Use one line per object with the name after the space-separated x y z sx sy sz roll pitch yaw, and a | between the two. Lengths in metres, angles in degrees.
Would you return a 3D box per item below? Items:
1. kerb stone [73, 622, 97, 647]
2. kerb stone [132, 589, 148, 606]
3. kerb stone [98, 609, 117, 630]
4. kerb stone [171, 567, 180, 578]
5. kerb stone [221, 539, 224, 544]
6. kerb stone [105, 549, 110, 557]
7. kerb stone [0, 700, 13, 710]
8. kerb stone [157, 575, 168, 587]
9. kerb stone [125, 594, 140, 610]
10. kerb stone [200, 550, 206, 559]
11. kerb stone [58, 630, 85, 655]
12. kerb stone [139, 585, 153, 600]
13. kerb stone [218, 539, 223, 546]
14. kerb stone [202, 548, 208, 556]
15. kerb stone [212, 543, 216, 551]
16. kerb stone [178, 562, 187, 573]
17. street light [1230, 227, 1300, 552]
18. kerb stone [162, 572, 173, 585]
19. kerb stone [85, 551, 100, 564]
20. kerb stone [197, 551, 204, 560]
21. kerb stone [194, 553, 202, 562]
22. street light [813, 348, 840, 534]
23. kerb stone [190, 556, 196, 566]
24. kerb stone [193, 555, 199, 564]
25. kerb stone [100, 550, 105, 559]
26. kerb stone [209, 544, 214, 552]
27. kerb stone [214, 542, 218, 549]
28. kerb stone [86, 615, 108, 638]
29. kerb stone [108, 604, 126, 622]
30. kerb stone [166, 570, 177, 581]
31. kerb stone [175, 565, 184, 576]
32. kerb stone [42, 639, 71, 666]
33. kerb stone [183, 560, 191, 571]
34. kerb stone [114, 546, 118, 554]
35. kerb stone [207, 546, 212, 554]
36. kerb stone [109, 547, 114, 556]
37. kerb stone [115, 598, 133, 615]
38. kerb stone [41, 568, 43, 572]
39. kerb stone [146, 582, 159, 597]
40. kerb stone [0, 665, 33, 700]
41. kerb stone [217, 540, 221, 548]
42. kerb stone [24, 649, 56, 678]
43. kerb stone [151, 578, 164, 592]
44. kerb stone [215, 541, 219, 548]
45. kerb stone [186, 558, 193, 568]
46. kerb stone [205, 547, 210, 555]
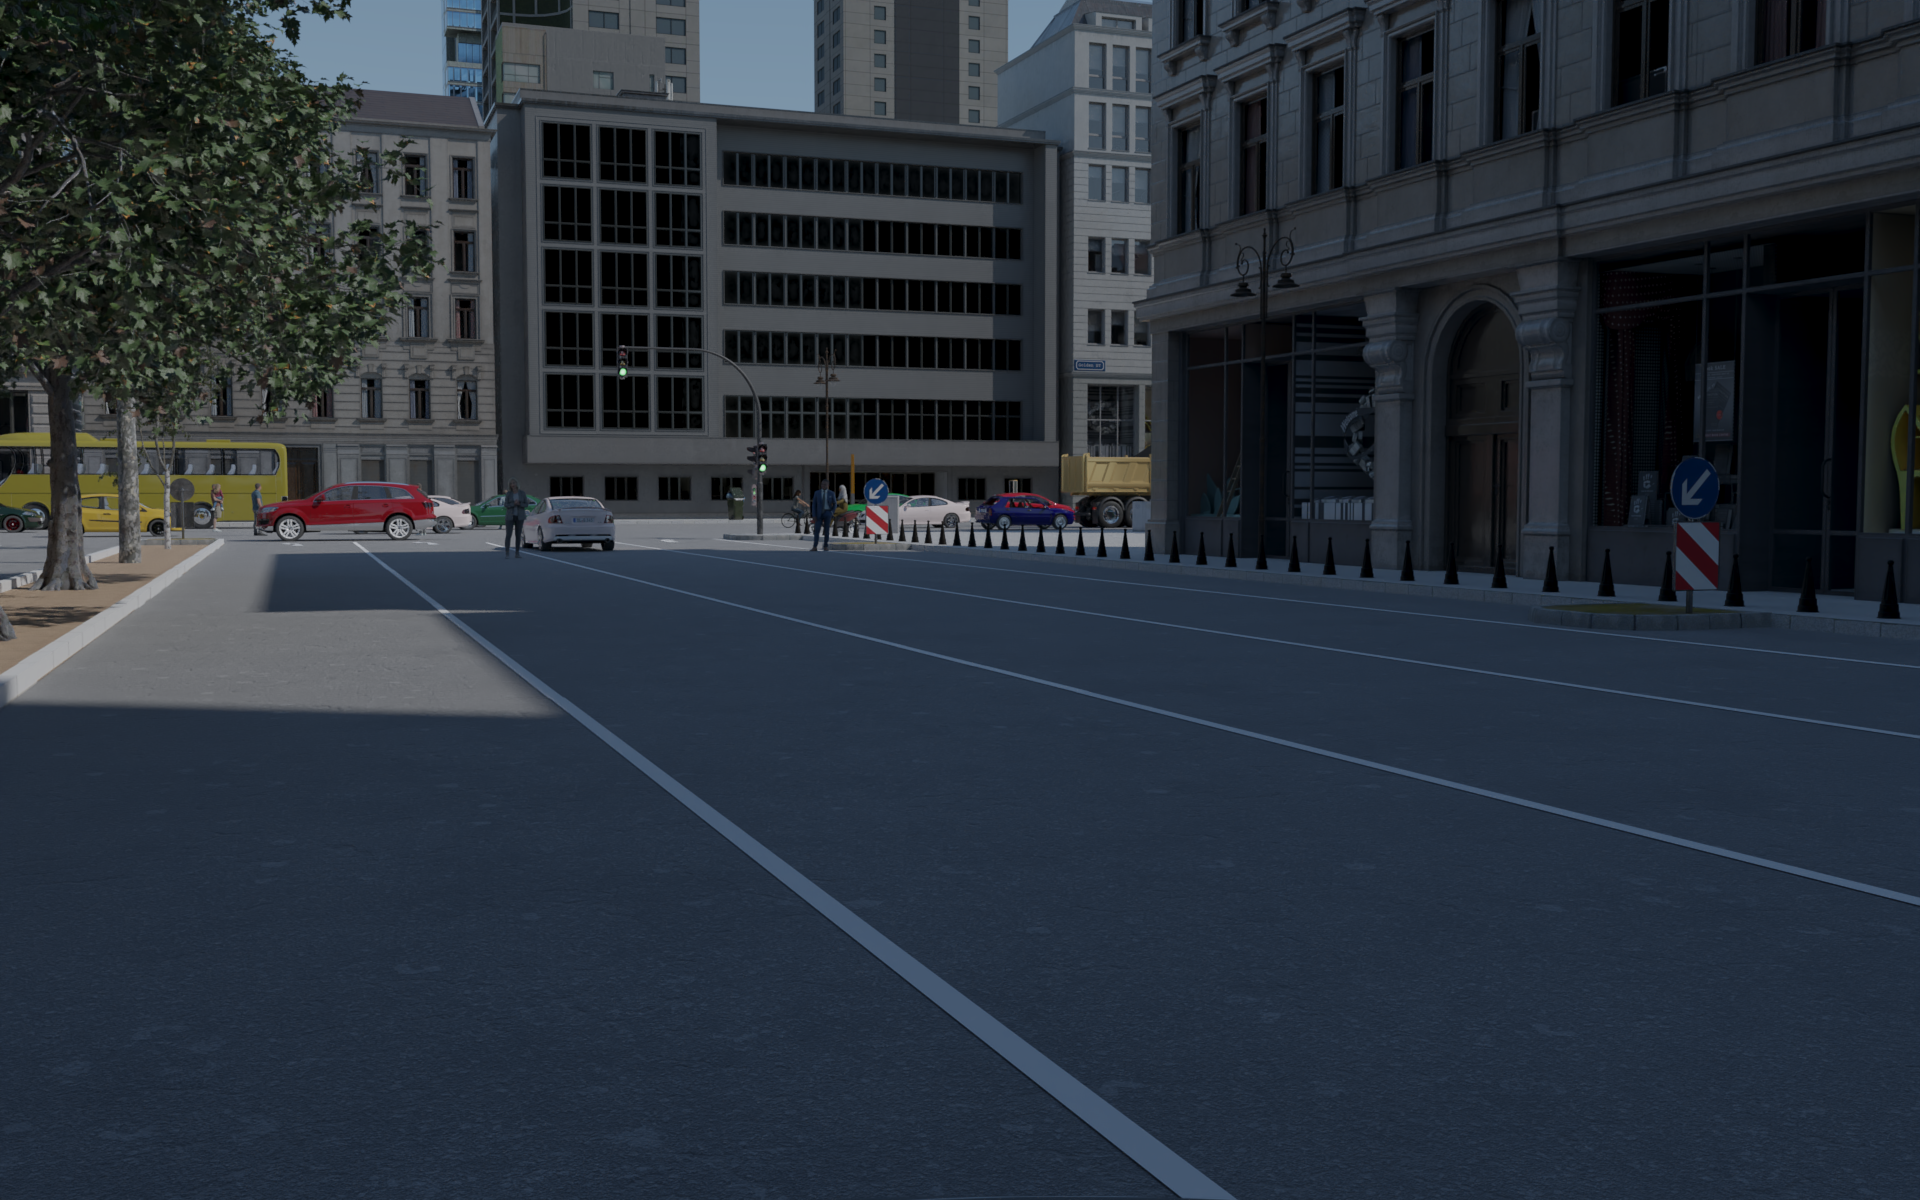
-8.382 0.347 16.528 0.120 0.150 1.000 -1 4 -21 | kerb stone
-10.596 -0.005 22.289 0.120 0.150 1.000 -1 4 -21 | kerb stone
-9.125 0.230 18.455 0.120 0.150 1.000 -1 4 -21 | kerb stone
-13.198 -0.416 28.994 0.120 0.150 1.000 -1 4 -21 | kerb stone
-20.239 -1.533 47.255 0.120 0.150 1.000 -1 4 -21 | kerb stone
-19.232 -1.016 38.806 0.120 0.150 1.000 -1 4 -21 | kerb stone
-6.520 0.641 11.709 0.120 0.150 1.000 -1 4 -21 | kerb stone
-12.086 -0.239 26.122 0.120 0.150 1.000 -1 4 -21 | kerb stone
-10.235 0.058 21.328 0.120 0.150 1.000 -1 4 -21 | kerb stone
-16.534 -0.946 37.661 0.120 0.150 1.000 -1 4 -21 | kerb stone
-8.014 0.406 15.566 0.120 0.150 1.000 -1 4 -21 | kerb stone
-10.979 -0.062 23.248 0.120 0.150 1.000 -1 4 -21 | kerb stone
-19.861 -1.474 46.292 0.120 0.150 1.000 -1 4 -21 | kerb stone
-16.906 -1.004 38.618 0.120 0.150 1.000 -1 4 -21 | kerb stone
-18.384 -1.239 42.455 0.120 0.150 1.000 -1 4 -21 | kerb stone
-13.938 -0.533 30.913 0.120 0.150 1.000 -1 4 -21 | kerb stone
5.287 -3.513 30.232 0.468 5.910 1.993 -1 4 -21 | street light
-12.450 -0.299 27.082 0.120 0.150 1.000 -1 4 -21 | kerb stone
-18.489 -0.899 36.892 0.120 0.150 1.000 -1 4 -21 | kerb stone
-16.161 -0.887 36.697 0.120 0.150 1.000 -1 4 -21 | kerb stone
-15.794 -0.820 35.734 0.120 0.150 1.000 -1 4 -21 | kerb stone
-4.211 -5.020 54.868 0.468 5.910 1.993 -1 4 -21 | street light
-15.052 -0.708 33.812 0.120 0.150 1.000 -1 4 -21 | kerb stone
-15.425 -0.766 34.776 0.120 0.150 1.000 -1 4 -21 | kerb stone
-18.860 -0.956 37.849 0.120 0.150 1.000 -1 4 -21 | kerb stone
-18.018 -1.180 41.496 0.120 0.150 1.000 -1 4 -21 | kerb stone
-18.754 -1.298 43.414 0.120 0.150 1.000 -1 4 -21 | kerb stone
-8.751 0.288 17.486 0.120 0.150 1.000 -1 4 -21 | kerb stone
-9.495 0.175 19.413 0.120 0.150 1.000 -1 4 -21 | kerb stone
-12.824 -0.355 28.038 0.120 0.150 1.000 -1 4 -21 | kerb stone
-13.559 -0.470 29.955 0.120 0.150 1.000 -1 4 -21 | kerb stone
-7.644 0.466 14.601 0.120 0.150 1.000 -1 4 -21 | kerb stone
-14.301 -0.592 31.880 0.120 0.150 1.000 -1 4 -21 | kerb stone
-19.969 -1.128 40.724 0.120 0.150 1.000 -1 4 -21 | kerb stone
-17.646 -1.122 40.535 0.120 0.150 1.000 -1 4 -21 | kerb stone
-19.598 -1.074 39.767 0.120 0.150 1.000 -1 4 -21 | kerb stone
-9.864 0.112 20.371 0.120 0.150 1.000 -1 4 -21 | kerb stone
-15.524 -0.428 29.190 0.120 0.150 1.000 -1 4 -21 | kerb stone
-11.339 -0.123 24.210 0.120 0.150 1.000 -1 4 -21 | kerb stone
-6.894 0.582 12.679 0.120 0.150 1.000 -1 4 -21 | kerb stone
-19.489 -1.415 45.336 0.120 0.150 1.000 -1 4 -21 | kerb stone
-7.271 0.524 13.633 0.120 0.150 1.000 -1 4 -21 | kerb stone
-11.708 -0.179 25.168 0.120 0.150 1.000 -1 4 -21 | kerb stone
-19.127 -1.356 44.370 0.120 0.150 1.000 -1 4 -21 | kerb stone
-14.682 -0.651 32.846 0.120 0.150 1.000 -1 4 -21 | kerb stone
-17.281 -1.063 39.574 0.120 0.150 1.000 -1 4 -21 | kerb stone
